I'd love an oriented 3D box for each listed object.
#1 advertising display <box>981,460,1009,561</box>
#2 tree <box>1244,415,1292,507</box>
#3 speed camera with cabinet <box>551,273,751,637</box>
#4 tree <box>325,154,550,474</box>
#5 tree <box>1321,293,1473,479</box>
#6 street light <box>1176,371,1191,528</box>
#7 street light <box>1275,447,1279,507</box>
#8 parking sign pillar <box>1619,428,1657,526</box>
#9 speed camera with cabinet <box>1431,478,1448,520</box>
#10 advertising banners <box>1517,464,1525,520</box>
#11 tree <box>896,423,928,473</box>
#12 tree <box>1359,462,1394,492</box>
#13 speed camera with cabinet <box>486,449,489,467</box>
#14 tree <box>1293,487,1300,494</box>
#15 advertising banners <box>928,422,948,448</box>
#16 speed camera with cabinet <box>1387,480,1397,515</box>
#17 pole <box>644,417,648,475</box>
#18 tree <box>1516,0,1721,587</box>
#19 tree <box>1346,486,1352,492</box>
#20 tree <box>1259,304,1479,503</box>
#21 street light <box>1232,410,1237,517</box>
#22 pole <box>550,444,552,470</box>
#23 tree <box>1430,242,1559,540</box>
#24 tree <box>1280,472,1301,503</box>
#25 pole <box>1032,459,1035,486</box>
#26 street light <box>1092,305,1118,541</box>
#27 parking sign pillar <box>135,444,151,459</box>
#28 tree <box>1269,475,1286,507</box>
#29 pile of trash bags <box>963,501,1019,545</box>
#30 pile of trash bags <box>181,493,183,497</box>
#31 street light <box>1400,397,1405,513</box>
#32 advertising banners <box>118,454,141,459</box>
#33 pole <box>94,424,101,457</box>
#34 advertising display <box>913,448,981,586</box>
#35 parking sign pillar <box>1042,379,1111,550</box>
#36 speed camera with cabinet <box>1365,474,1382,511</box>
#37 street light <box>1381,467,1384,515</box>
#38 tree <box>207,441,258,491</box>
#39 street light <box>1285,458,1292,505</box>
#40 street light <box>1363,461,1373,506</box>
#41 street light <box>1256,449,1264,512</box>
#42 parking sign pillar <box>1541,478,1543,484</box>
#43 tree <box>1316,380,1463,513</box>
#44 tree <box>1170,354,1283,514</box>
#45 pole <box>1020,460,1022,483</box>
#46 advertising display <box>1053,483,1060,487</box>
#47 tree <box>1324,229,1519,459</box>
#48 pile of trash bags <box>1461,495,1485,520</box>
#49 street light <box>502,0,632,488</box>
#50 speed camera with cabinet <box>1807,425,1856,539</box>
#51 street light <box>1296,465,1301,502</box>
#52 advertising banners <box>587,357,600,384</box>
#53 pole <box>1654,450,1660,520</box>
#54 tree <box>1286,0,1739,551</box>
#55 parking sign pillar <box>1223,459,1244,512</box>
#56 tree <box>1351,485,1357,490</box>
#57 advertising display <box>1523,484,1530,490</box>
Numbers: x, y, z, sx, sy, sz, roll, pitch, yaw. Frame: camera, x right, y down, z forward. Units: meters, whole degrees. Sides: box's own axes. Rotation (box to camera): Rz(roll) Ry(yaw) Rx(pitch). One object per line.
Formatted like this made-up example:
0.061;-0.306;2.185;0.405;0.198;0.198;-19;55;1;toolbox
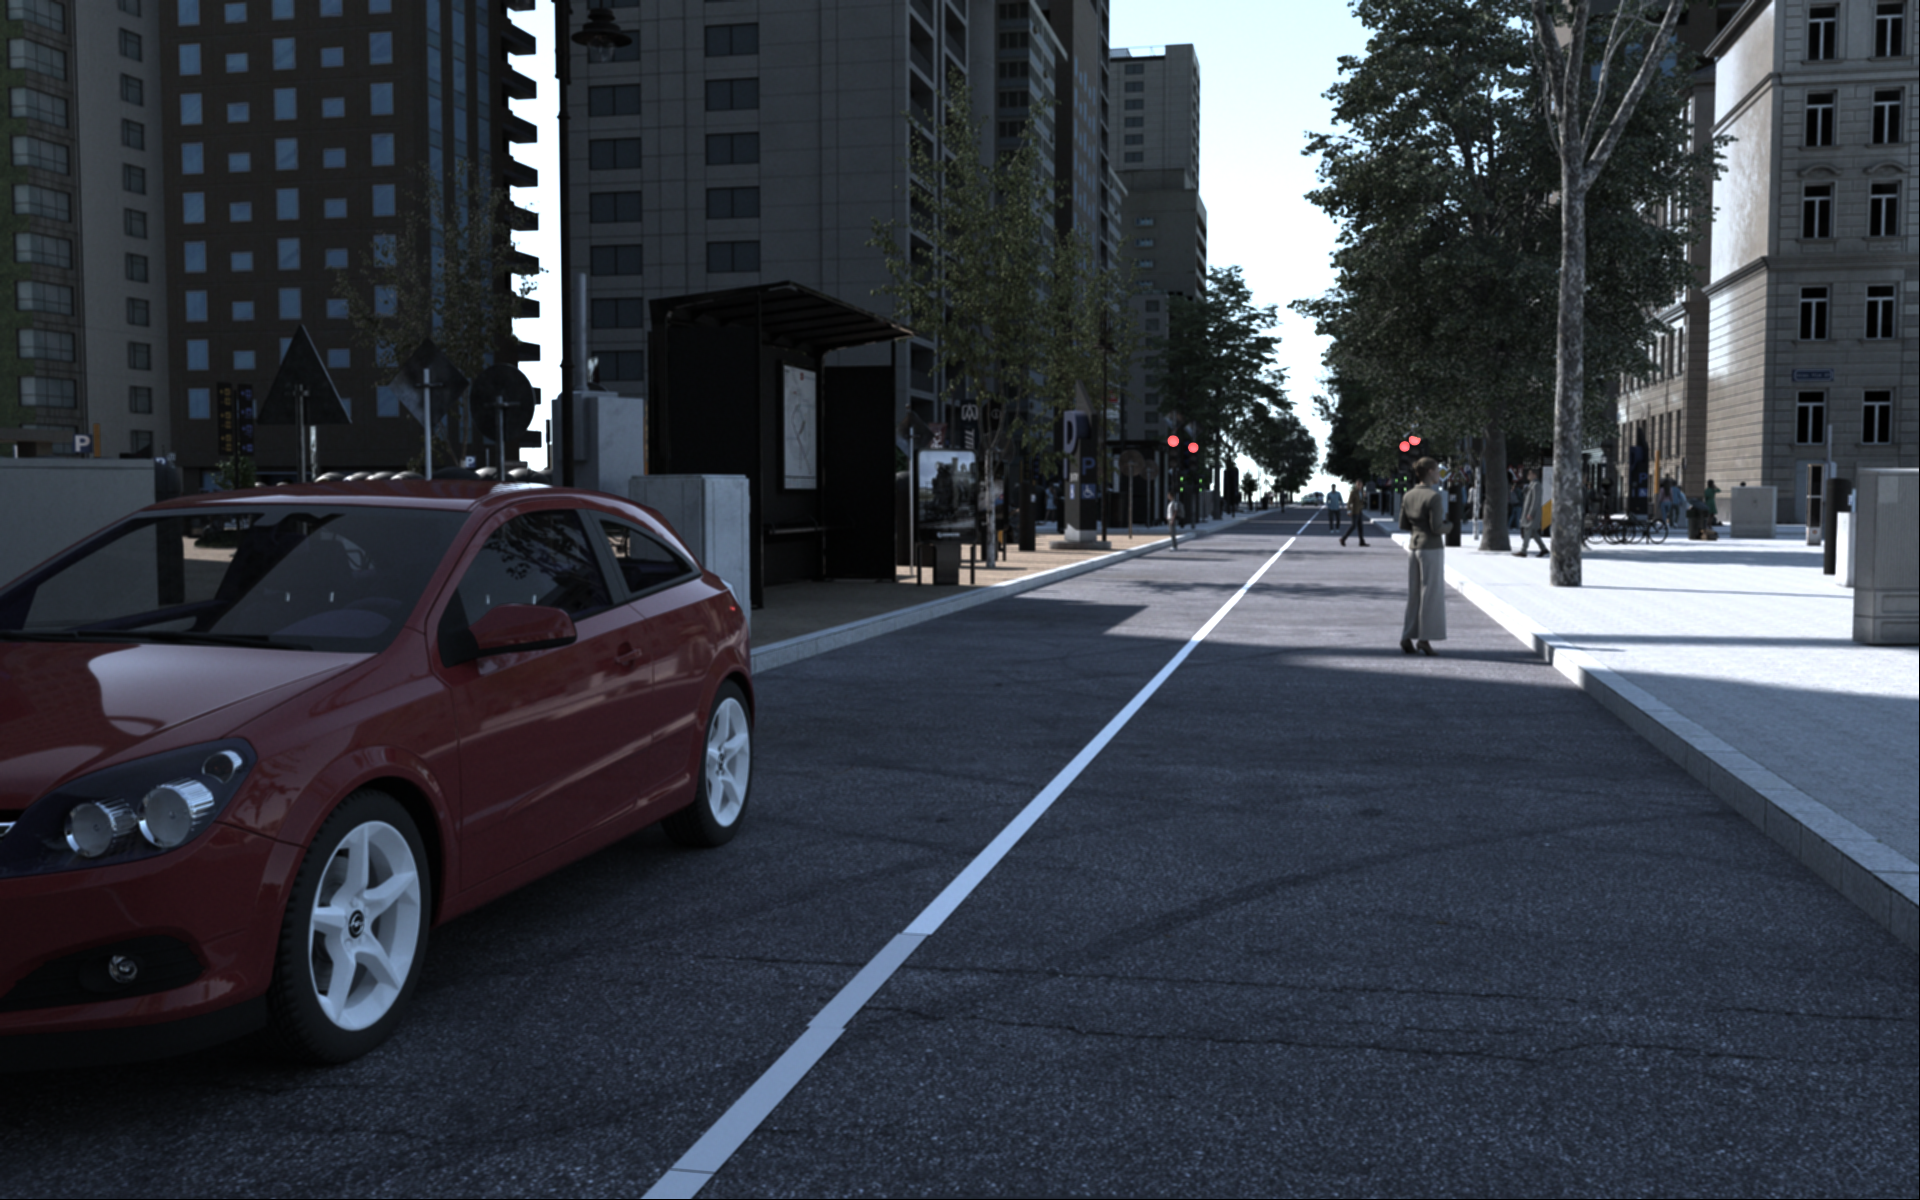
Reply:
0.567;-1.723;33.392;0.123;1.923;0.974;-3;5;-42;advertising display
26.348;-12.237;150.439;4.360;8.622;3.978;0;3;0;tree
-2.760;-1.285;15.352;2.038;3.252;0.660;3;5;39;speed camera with cabinet
-10.925;-5.302;37.050;4.360;8.622;3.978;0;3;0;tree
21.192;-10.071;82.784;7.486;12.596;7.792;0;3;0;tree
8.380;-5.649;65.142;0.468;5.910;1.993;1;4;12;street light
30.859;-11.973;168.548;0.468;5.910;1.993;1;4;12;street light
27.310;-4.966;69.663;1.447;3.967;1.447;0;4;7;parking sign pillar
20.685;-4.937;75.059;0.660;3.252;2.038;0;4;-8;speed camera with cabinet
28.608;-5.468;85.583;2.074;3.025;0.090;0;4;-1;advertising banners
-2.903;-5.877;79.802;4.285;4.588;4.351;0;3;0;tree
35.287;-9.983;146.941;4.285;4.588;4.351;0;3;0;tree
-21.308;-4.969;75.574;2.038;3.252;0.660;1;4;14;speed camera with cabinet
55.411;-17.702;284.031;1.663;3.219;1.824;0;3;0;tree
-1.255;-2.806;42.059;2.074;3.025;0.090;-1;4;-23;advertising banners
26.658;-6.832;106.042;0.660;3.252;2.038;0;4;1;speed camera with cabinet
-8.294;-3.191;46.013;0.158;3.312;0.155;0;3;0;pole
9.599;-10.197;22.609;12.611;20.169;13.585;0;3;0;tree
60.724;-19.256;265.196;4.360;8.622;3.978;0;3;0;tree
24.311;-11.242;94.174;12.009;13.543;11.850;0;3;0;tree
15.038;-7.480;95.092;0.468;5.910;1.993;1;4;12;street light
-16.732;-4.696;70.622;0.158;3.312;0.155;0;3;0;pole
14.605;-5.985;48.213;4.360;8.622;3.978;0;3;0;tree
47.105;-16.099;246.929;4.285;4.588;4.351;0;3;0;tree
4.304;-6.574;101.327;0.158;3.312;0.155;0;3;0;pole
3.561;-4.270;42.597;0.468;5.910;1.993;1;4;12;street light
-43.842;-6.364;92.530;1.447;3.967;1.447;-1;4;-11;parking sign pillar
32.052;-11.014;174.685;1.663;3.219;1.824;0;3;0;tree
0.297;-2.188;45.525;1.912;1.369;3.447;-2;4;-27;pile of trash bags
-54.551;-7.071;125.364;1.912;1.369;3.447;0;4;1;pile of trash bags
19.408;-6.309;75.947;0.468;5.910;1.993;1;4;12;street light
-36.069;-4.802;74.708;0.090;3.025;2.074;1;4;20;advertising banners
-25.049;-3.456;50.343;0.158;3.312;0.155;0;3;0;pole
-0.198;-1.169;24.320;0.974;1.923;0.123;-2;4;-28;advertising display
2.794;-3.158;40.108;1.447;3.967;1.447;-1;4;-12;parking sign pillar
31.712;-8.350;130.860;2.038;3.252;0.660;0;4;-2;speed camera with cabinet
25.787;-8.118;105.517;0.468;5.910;1.993;1;4;12;street light
-23.794;-3.846;57.475;1.663;3.219;1.824;0;3;0;tree
37.370;-13.780;198.090;0.468;5.910;1.993;1;4;12;street light
35.650;-10.889;150.827;0.468;5.910;1.993;1;4;12;street light
21.502;-9.329;125.323;0.468;5.910;1.993;1;4;12;street light
37.588;-7.495;111.011;1.447;3.967;1.447;1;4;10;parking sign pillar
29.760;-12.354;118.998;9.611;12.733;9.660;0;3;0;tree
16.830;-10.755;110.259;7.601;10.594;8.767;0;4;-6;tree
3.671;-6.738;104.013;0.158;3.312;0.155;0;3;0;pole
5.363;-5.639;97.413;0.123;1.923;0.974;2;4;25;advertising display
18.179;-8.699;67.989;9.928;11.665;9.643;0;3;0;tree
26.009;-4.753;87.458;1.912;1.369;3.447;1;4;12;pile of trash bags
-2.935;-2.453;12.888;0.468;5.910;1.993;1;4;12;street light
25.285;-3.419;50.236;2.038;3.252;0.660;-3;5;-40;speed camera with cabinet
48.639;-16.985;250.492;0.468;5.910;1.993;1;4;12;street light
-5.063;-1.641;23.022;0.090;3.025;2.074;-2;4;-26;advertising banners
32.561;-5.325;80.904;0.158;3.312;0.155;0;3;0;pole
12.064;-8.078;38.733;9.857;13.997;8.962;0;3;0;tree
21.427;-9.102;137.295;1.447;3.967;1.447;-2;4;-31;parking sign pillar
58.741;-15.984;255.947;1.663;3.219;1.824;0;3;0;tree
35.048;-6.182;106.289;0.974;1.923;0.123;1;4;11;advertising display
